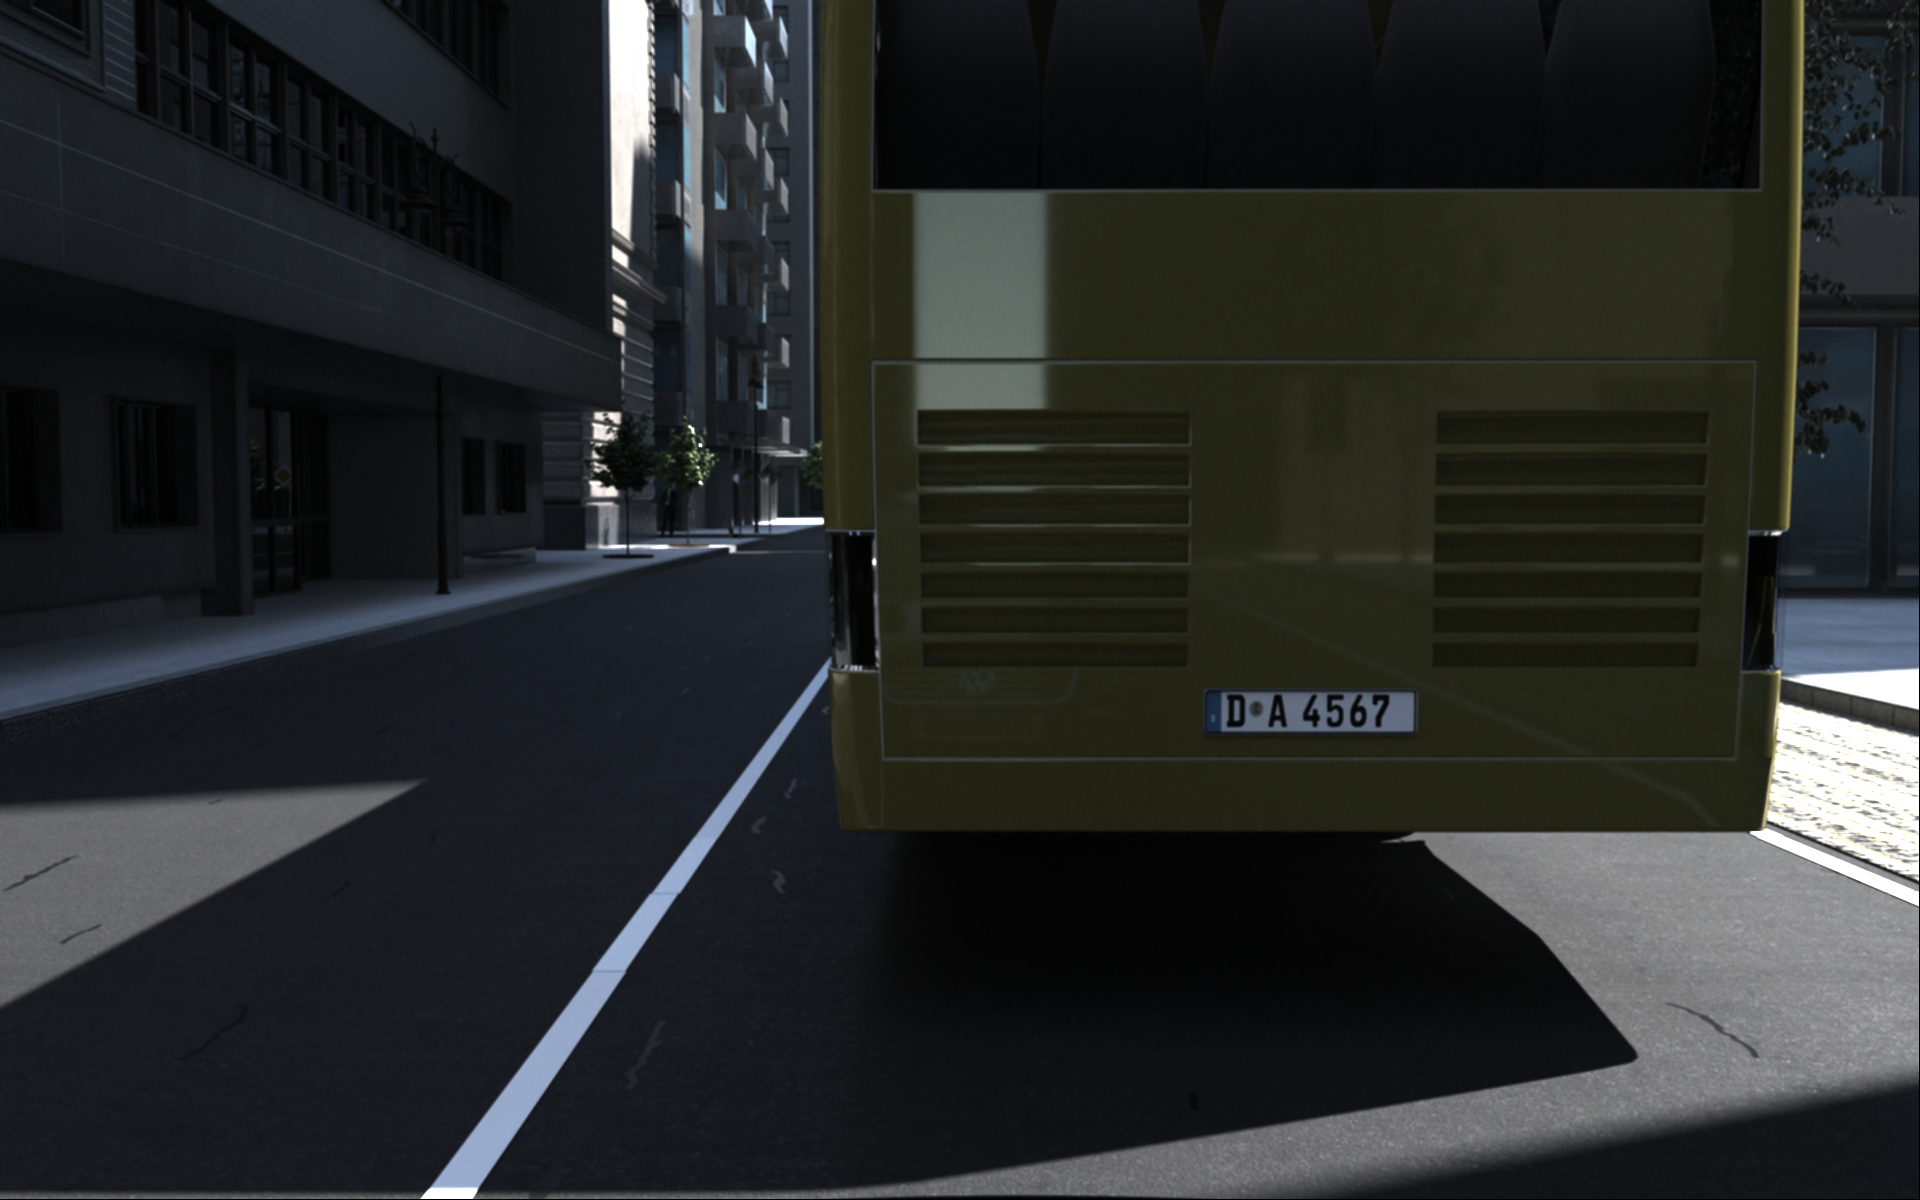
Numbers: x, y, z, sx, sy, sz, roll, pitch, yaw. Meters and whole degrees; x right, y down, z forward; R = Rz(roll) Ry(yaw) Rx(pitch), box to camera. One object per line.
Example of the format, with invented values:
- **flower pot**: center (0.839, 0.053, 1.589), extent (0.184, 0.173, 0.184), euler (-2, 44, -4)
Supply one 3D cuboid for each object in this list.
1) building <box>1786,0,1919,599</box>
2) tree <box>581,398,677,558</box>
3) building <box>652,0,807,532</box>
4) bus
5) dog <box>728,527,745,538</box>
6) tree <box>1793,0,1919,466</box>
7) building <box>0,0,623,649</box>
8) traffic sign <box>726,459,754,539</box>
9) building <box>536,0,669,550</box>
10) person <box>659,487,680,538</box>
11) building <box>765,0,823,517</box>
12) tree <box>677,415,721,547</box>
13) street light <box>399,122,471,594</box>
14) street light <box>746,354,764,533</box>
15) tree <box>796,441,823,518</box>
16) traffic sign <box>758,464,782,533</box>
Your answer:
- **building**: center (17.771, -25.264, 32.672), extent (23.786, 49.044, 30.456), euler (0, 4, 0)
- **tree**: center (-6.762, -2.472, 35.014), extent (1.663, 3.219, 1.824), euler (0, 3, 0)
- **building**: center (-18.910, -27.565, 70.298), extent (23.786, 49.044, 30.456), euler (0, 4, 0)
- **bus**: center (0.915, -1.158, 10.485), extent (2.896, 3.916, 12.252), euler (0, 4, 0)
- **dog**: center (-7.073, -2.115, 54.771), extent (0.748, 0.427, 0.550), euler (1, 4, 15)
- **tree**: center (6.884, -3.994, 15.660), extent (4.360, 8.622, 3.978), euler (0, 3, 0)
- **building**: center (-13.276, -12.111, 17.084), extent (14.314, 24.678, 30.058), euler (0, 4, 0)
- **traffic sign**: center (-6.208, -2.769, 48.909), extent (0.795, 2.450, 0.064), euler (0, 4, 0)
- **building**: center (-17.790, -13.125, 43.475), extent (19.941, 23.489, 11.050), euler (0, 4, 0)
- **person**: center (-8.978, -2.798, 53.614), extent (0.648, 1.900, 0.474), euler (-1, 4, -15)
- **building**: center (-12.373, -25.516, 100.779), extent (14.154, 41.232, 14.086), euler (0, 4, 0)
- **tree**: center (-6.802, -2.922, 42.374), extent (1.663, 3.219, 1.824), euler (0, 3, 0)
- **street light**: center (-6.628, -3.012, 22.033), extent (0.468, 5.910, 1.993), euler (0, 4, 0)
- **street light**: center (-6.734, -5.159, 57.130), extent (0.468, 5.910, 1.993), euler (0, 4, 0)
- **tree**: center (-7.113, -6.651, 92.460), extent (4.285, 4.588, 4.351), euler (0, 3, 0)
- **traffic sign**: center (-6.243, -3.257, 56.894), extent (0.795, 2.450, 0.064), euler (0, 4, 0)
